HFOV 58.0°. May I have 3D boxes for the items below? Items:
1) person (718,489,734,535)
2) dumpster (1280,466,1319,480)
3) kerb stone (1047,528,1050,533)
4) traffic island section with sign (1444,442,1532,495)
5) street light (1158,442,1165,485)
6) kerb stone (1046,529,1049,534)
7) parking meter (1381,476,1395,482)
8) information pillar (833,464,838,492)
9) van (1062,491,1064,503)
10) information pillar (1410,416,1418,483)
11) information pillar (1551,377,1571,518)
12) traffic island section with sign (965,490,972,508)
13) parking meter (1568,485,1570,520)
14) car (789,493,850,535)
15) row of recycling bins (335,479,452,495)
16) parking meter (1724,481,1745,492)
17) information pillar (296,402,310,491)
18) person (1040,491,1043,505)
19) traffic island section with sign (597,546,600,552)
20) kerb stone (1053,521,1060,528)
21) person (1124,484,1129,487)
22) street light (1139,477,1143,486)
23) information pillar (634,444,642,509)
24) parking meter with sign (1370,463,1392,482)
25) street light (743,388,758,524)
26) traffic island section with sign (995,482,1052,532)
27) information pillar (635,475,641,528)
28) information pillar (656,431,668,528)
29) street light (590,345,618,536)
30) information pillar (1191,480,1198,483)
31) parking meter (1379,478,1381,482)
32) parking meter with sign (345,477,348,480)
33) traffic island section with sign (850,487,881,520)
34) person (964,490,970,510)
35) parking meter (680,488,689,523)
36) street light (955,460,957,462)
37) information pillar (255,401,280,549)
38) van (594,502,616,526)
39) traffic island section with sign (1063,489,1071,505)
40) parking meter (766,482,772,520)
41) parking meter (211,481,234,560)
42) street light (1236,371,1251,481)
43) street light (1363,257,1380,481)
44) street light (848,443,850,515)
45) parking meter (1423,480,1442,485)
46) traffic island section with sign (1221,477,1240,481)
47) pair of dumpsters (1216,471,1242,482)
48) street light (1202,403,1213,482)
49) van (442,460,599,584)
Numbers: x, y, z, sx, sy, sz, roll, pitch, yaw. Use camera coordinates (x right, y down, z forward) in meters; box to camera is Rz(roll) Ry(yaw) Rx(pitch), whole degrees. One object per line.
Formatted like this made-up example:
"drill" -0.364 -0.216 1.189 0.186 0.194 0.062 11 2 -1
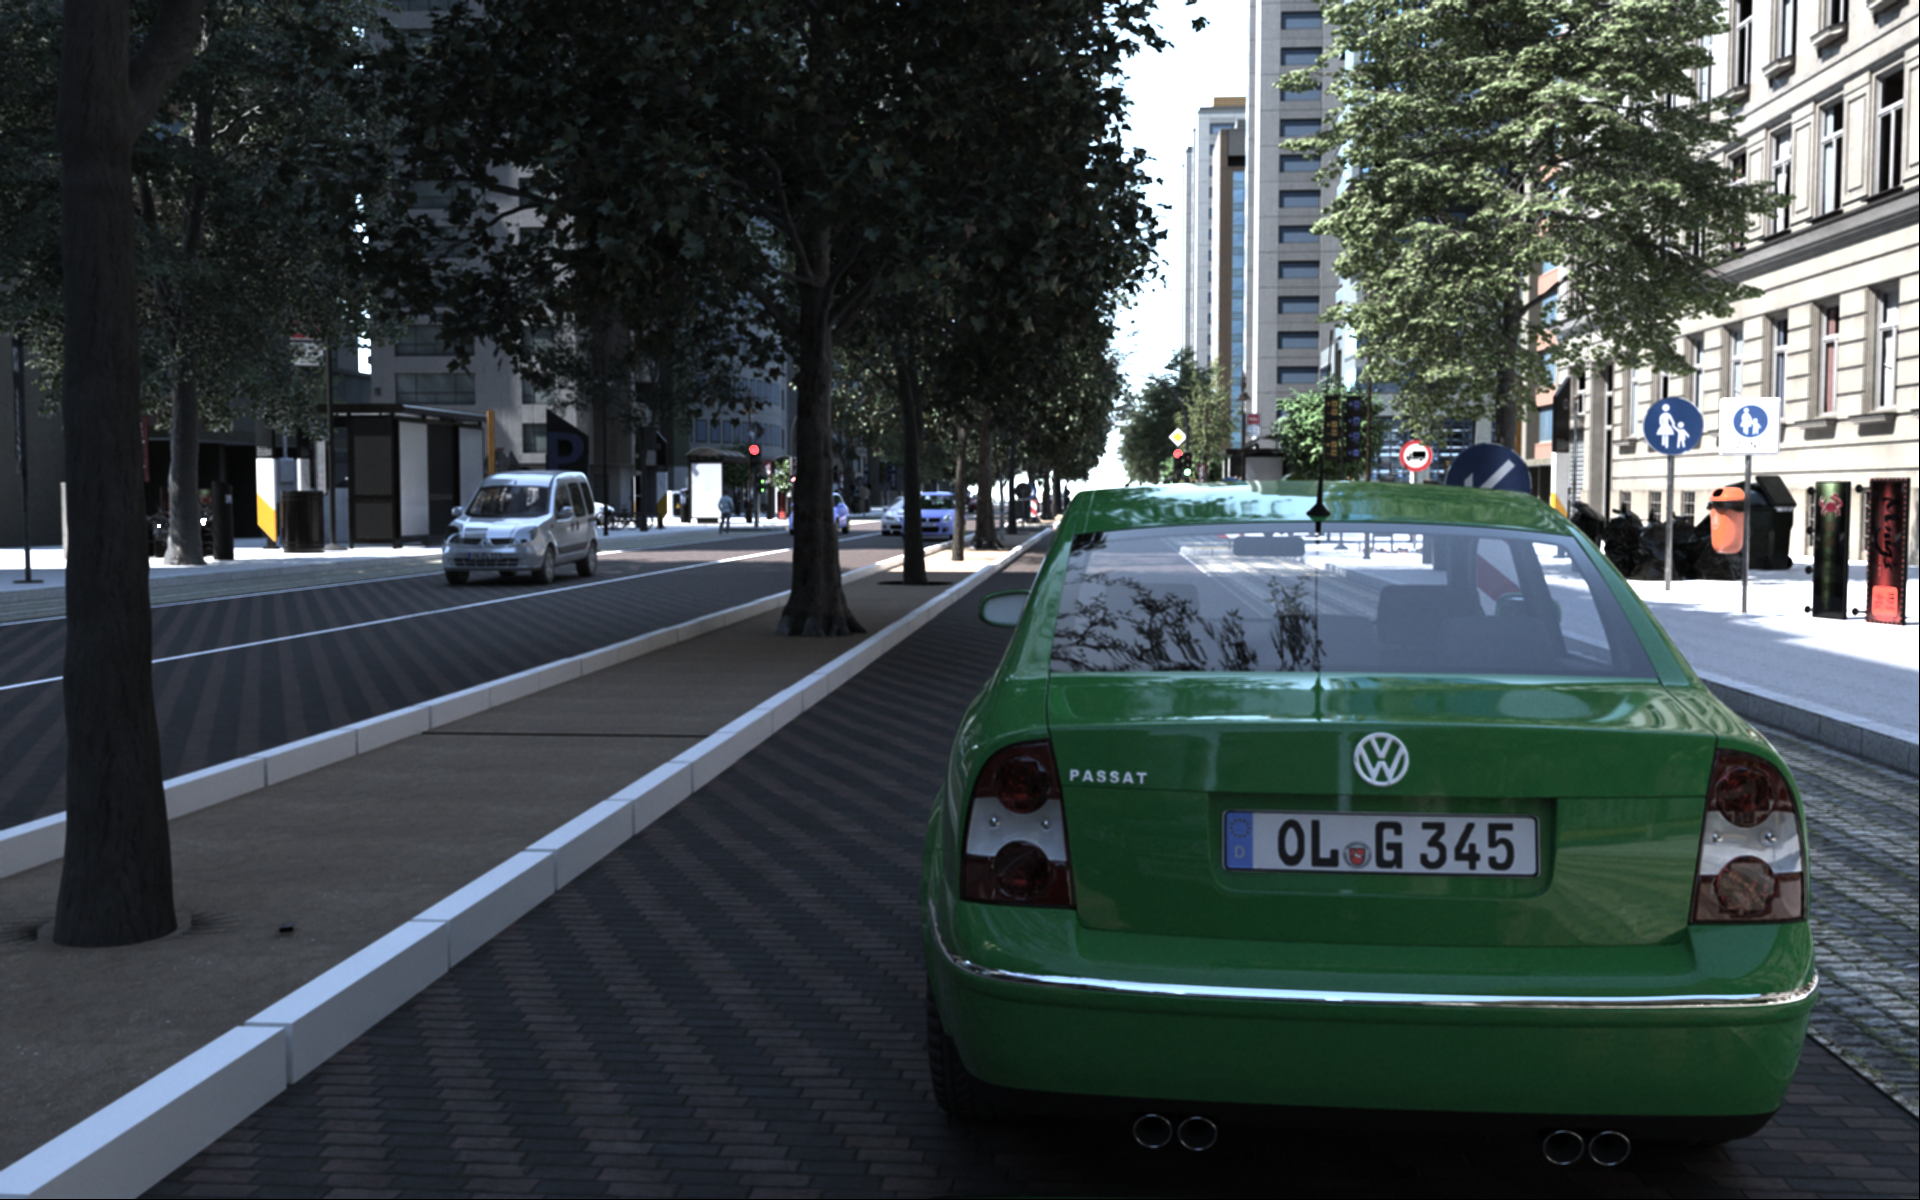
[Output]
"person" -8.129 -3.052 60.216 0.589 1.601 0.330 1 4 19
"dumpster" 10.499 -3.105 53.265 1.502 2.255 1.985 0 4 4
"kerb stone" 2.992 -2.366 60.884 0.120 0.150 1.000 0 4 5
"traffic island section with sign" 4.027 -0.337 14.142 1.989 1.847 2.006 0 4 5
"street light" 17.435 -10.706 147.827 0.468 5.910 1.993 0 4 5
"kerb stone" 2.909 -2.304 59.864 0.120 0.150 1.000 0 4 5
"parking meter" 13.761 -3.048 55.539 0.255 1.863 0.399 2 4 26
"information pillar" -9.735 -8.766 134.675 0.504 3.616 0.183 0 4 -7
"van" 12.659 -13.194 222.724 2.013 2.044 4.112 0 4 3
"information pillar" 11.901 -3.308 45.439 0.183 3.616 0.504 2 4 28
"information pillar" 11.956 -2.637 34.475 0.504 3.616 0.183 -3 4 -39
"traffic island section with sign" 0.884 -10.083 173.491 1.989 1.847 2.006 0 4 5
"parking meter" 16.926 -2.460 48.632 0.372 1.533 0.369 0 3 0
"car" -5.009 -3.192 61.781 1.945 1.707 3.694 0 4 6
"row of recycling bins" -15.671 -2.534 48.537 3.534 1.692 1.069 -2 4 -32
"parking meter" 14.867 -1.521 33.278 0.372 1.533 0.369 0 3 0
"information pillar" -15.346 -3.004 40.475 0.183 3.616 0.504 0 4 6
"person" 11.391 -14.005 237.420 1.348 1.831 0.705 3 5 44
"traffic island section with sign" -9.918 -2.062 42.347 1.989 1.847 2.006 0 4 5
"kerb stone" 4.305 -3.339 76.789 0.120 0.150 1.000 0 4 5
"person" 5.976 -3.259 61.967 0.419 1.800 0.721 1 4 12
"street light" 25.381 -16.633 244.736 0.468 5.910 1.993 0 4 5
"information pillar" -14.986 -5.460 80.631 0.183 3.616 0.504 2 4 32
"parking meter with sign" 23.191 -6.143 96.698 1.738 3.016 0.543 1 4 17
"street light" -9.139 -6.267 75.248 0.468 5.910 1.993 0 4 5
"traffic island section with sign" 2.379 -3.561 66.356 2.006 1.907 1.989 0 4 5
"information pillar" -12.131 -3.746 65.736 0.304 2.012 0.304 1 4 22
"information pillar" -11.123 -4.480 64.596 0.504 3.616 0.183 2 4 32
"street light" -10.974 -4.937 53.501 0.468 5.910 1.993 0 4 5
"information pillar" 12.004 -5.151 88.703 0.304 2.012 0.304 2 4 29
"parking meter" 15.696 -3.568 64.046 0.399 1.863 0.255 0 4 7
"parking meter with sign" -27.824 -5.090 79.485 1.738 3.016 0.543 3 5 42
"traffic island section with sign" -5.387 -5.430 97.411 1.989 1.847 2.006 0 4 5
"person" 0.633 -9.184 158.522 0.599 1.838 0.709 1 4 20
"parking meter" -12.214 -4.180 76.751 0.372 1.533 0.369 0 3 0
"street light" -0.335 -12.889 183.519 0.468 5.910 1.993 0 4 5
"information pillar" -16.119 -2.991 40.257 0.504 3.616 0.183 1 4 17
"van" -16.153 -3.905 70.854 4.112 2.044 2.013 0 4 5
"traffic island section with sign" 9.158 -8.593 148.624 2.006 1.907 1.989 0 4 5
"parking meter" -9.494 -4.927 86.263 0.255 1.863 0.399 -1 4 -13
"parking meter" -14.361 -1.549 33.738 0.372 1.533 0.369 0 3 0
"street light" 10.612 -5.638 64.961 0.468 5.910 1.993 0 4 5
"street light" 7.988 -3.733 33.828 0.468 5.910 1.993 0 4 5
"street light" -6.779 -8.118 105.511 0.468 5.910 1.993 0 4 5
"parking meter" 8.644 -1.421 31.641 0.372 1.533 0.369 0 3 0
"traffic island section with sign" 6.244 -1.981 41.011 1.989 1.847 2.006 0 4 5
"pair of dumpsters" 11.859 -4.503 76.115 1.574 2.255 4.437 0 4 5
"street light" 12.313 -6.953 86.465 0.468 5.910 1.993 0 4 5
"van" -7.287 -1.339 28.912 2.013 2.044 4.112 0 4 3
